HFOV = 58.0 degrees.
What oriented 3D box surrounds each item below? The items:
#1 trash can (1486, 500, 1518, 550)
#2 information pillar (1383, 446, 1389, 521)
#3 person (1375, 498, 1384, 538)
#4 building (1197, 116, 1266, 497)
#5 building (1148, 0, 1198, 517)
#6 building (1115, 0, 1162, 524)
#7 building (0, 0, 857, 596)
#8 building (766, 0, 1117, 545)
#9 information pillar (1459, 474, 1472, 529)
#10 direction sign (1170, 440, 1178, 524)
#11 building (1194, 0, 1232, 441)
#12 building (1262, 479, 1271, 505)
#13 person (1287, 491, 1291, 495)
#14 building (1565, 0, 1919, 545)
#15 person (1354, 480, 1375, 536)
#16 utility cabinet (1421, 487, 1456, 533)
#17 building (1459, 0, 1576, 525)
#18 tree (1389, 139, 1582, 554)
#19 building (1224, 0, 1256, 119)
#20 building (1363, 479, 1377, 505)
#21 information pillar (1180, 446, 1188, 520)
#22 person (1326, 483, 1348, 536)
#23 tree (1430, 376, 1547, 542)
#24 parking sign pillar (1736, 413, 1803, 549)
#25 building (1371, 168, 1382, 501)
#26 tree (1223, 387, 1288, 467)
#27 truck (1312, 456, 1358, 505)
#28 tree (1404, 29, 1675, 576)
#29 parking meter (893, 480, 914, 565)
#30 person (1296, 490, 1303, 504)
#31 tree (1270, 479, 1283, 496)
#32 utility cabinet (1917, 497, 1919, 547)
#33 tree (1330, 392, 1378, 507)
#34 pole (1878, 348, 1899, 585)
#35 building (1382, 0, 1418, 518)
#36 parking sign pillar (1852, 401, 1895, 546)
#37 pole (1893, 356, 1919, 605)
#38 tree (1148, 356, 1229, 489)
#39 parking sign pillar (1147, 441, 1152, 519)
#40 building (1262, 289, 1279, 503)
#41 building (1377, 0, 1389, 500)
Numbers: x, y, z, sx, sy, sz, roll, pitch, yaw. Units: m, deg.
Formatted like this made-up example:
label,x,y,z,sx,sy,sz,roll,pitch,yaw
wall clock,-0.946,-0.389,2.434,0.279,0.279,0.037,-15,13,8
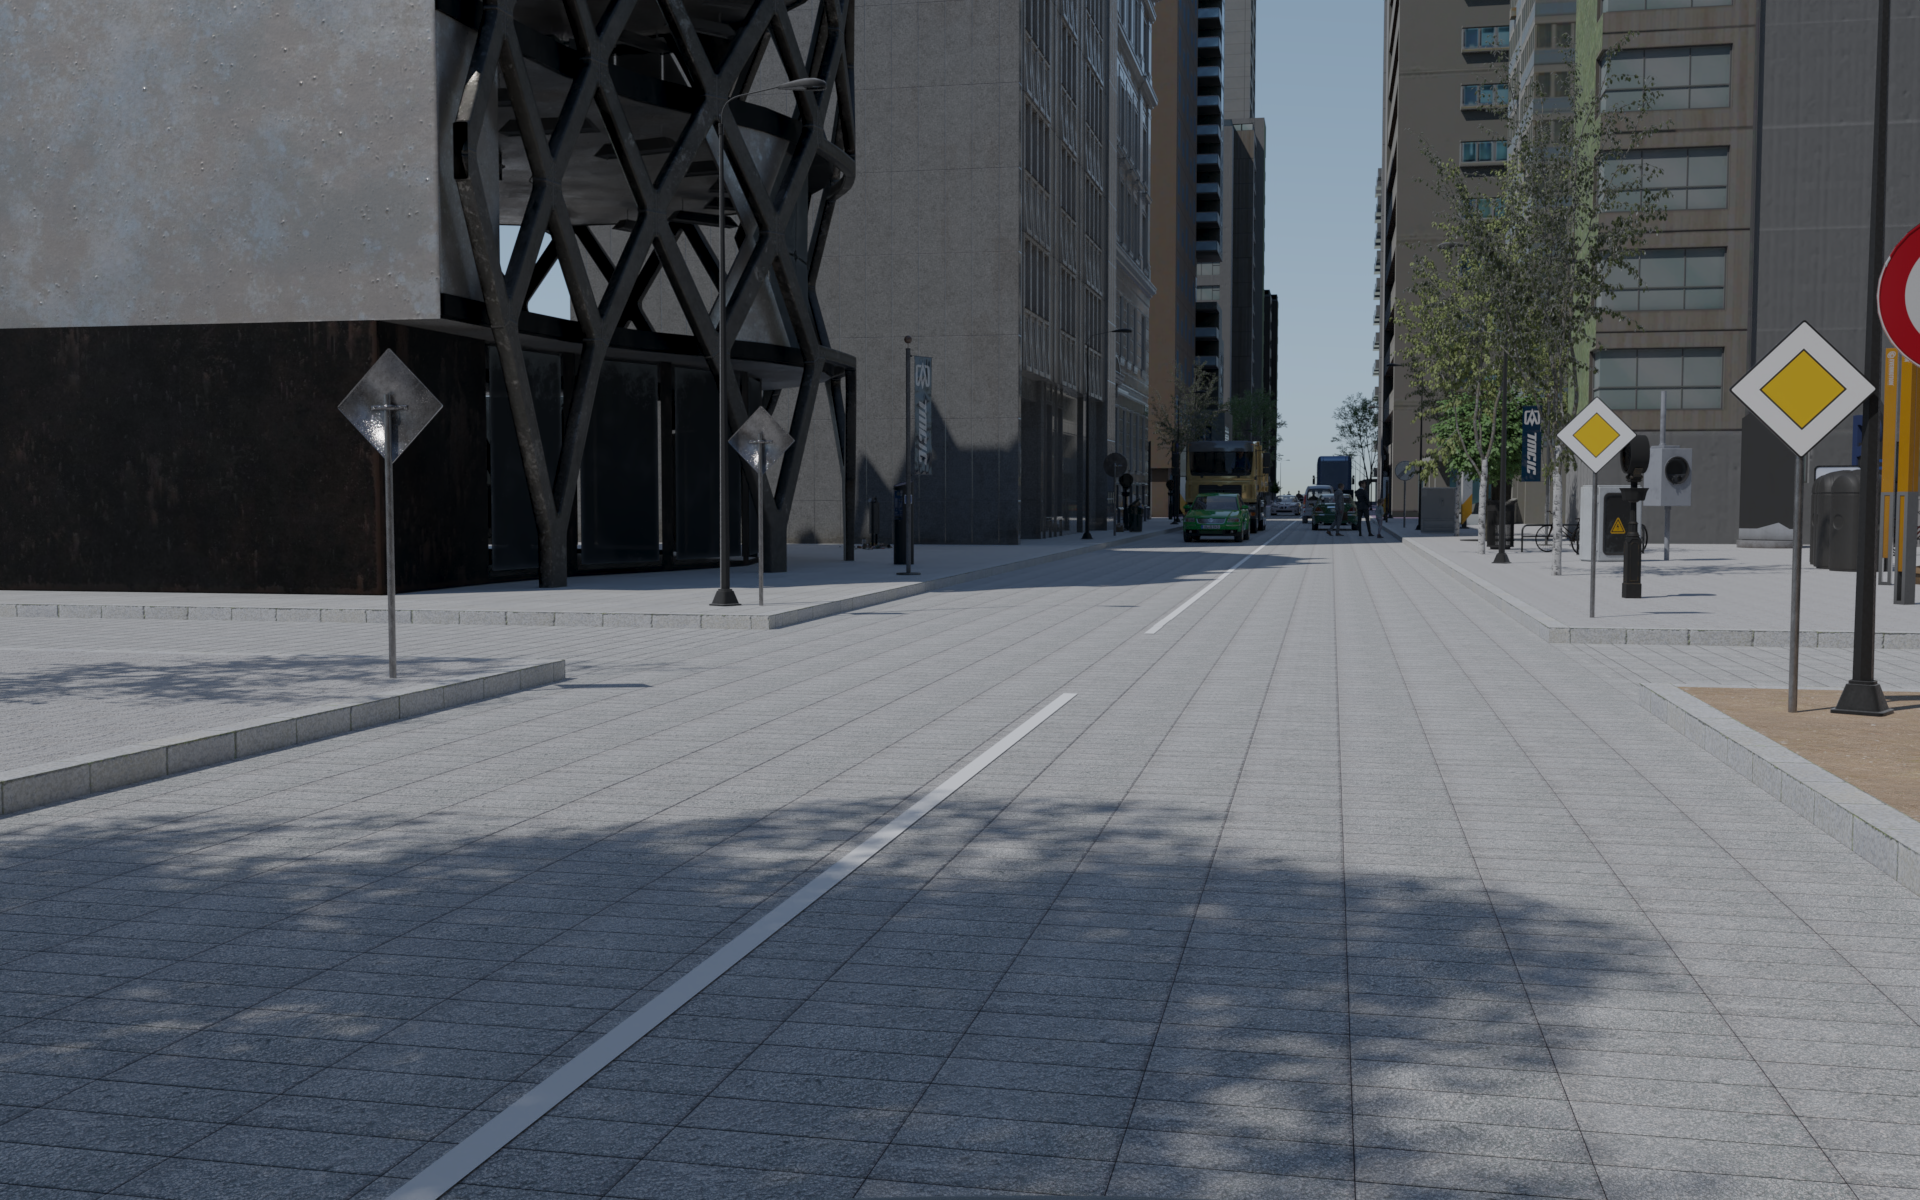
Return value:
label,x,y,z,sx,sy,sz,roll,pitch,yaw
trash can,12.493,-1.735,40.019,0.748,1.137,0.748,0,3,0
information pillar,20.636,-5.661,83.913,0.183,3.616,0.504,-1,4,-11
person,13.691,-2.669,56.409,0.394,1.301,0.425,-2,4,-33
building,24.981,-30.619,184.207,14.154,41.232,14.086,1,4,12
building,6.403,-27.611,101.546,14.600,45.320,14.200,1,4,12
building,0.906,-17.581,73.346,13.634,28.700,20.117,1,4,12
building,-10.596,-9.973,30.504,16.820,18.784,16.811,1,4,12
building,-2.334,-14.416,53.718,12.078,24.808,19.932,1,4,12
information pillar,18.770,-4.453,64.156,0.504,3.616,0.183,-2,4,-28
direction sign,9.065,-4.960,73.097,0.379,3.537,0.876,2,4,24
building,12.487,-51.037,147.120,22.319,86.520,31.000,1,4,12
building,20.368,-31.362,204.656,32.217,40.220,23.993,1,4,12
person,33.938,-10.396,179.001,1.217,1.766,0.721,2,4,35
building,24.644,-22.338,48.820,14.154,41.232,14.086,1,4,12
person,13.747,-3.124,58.948,0.648,1.900,0.474,3,5,43
utility cabinet,15.707,-2.936,56.678,1.173,1.500,0.318,1,4,23
building,37.327,-23.465,75.529,32.217,40.220,23.993,1,4,12
tree,11.166,-5.294,36.916,4.737,8.622,4.395,0,3,0
building,29.871,-48.113,224.896,20.563,71.187,20.611,1,4,12
building,63.638,-31.164,201.405,32.217,40.220,23.993,1,4,12
information pillar,10.890,-5.680,84.220,0.183,3.616,0.504,-2,4,-27
person,12.992,-3.101,59.317,0.853,1.813,0.709,-1,4,-15
tree,14.521,-3.896,47.415,4.285,4.588,4.351,0,3,0
parking sign pillar,19.347,-3.230,41.277,1.447,3.967,1.447,-3,5,-44
building,66.049,-37.236,228.409,23.786,49.044,30.456,1,4,12
tree,27.933,-14.822,168.092,9.928,11.665,9.643,0,3,0
truck,25.254,-7.736,116.243,2.967,4.110,18.799,1,4,11
tree,9.163,-4.688,27.004,4.360,8.622,3.978,0,3,0
parking meter,-1.026,-1.415,31.542,0.372,1.533,0.369,0,3,0
person,29.714,-8.734,151.855,0.990,1.755,0.434,3,5,43
tree,40.537,-13.914,222.087,1.663,3.219,1.824,0,3,0
utility cabinet,23.636,-1.887,42.012,1.020,1.237,0.306,0,4,-3
tree,41.273,-15.224,174.670,9.928,11.665,9.643,0,3,0
pole,13.041,-1.864,24.316,0.158,3.312,0.155,0,3,0
building,36.264,-29.215,101.372,21.300,48.544,21.600,1,4,12
parking sign pillar,22.195,-3.286,42.204,1.447,3.967,1.447,1,4,9
pole,10.966,-1.601,20.018,0.158,3.312,0.155,0,3,0
tree,12.087,-8.652,91.823,4.360,8.622,3.978,0,3,0
parking sign pillar,8.973,-6.062,87.590,1.447,3.967,1.447,-1,4,-20
building,37.105,-28.784,242.313,14.160,30.474,14.107,1,4,12
building,46.671,-37.026,147.375,21.231,58.520,28.212,1,4,12
